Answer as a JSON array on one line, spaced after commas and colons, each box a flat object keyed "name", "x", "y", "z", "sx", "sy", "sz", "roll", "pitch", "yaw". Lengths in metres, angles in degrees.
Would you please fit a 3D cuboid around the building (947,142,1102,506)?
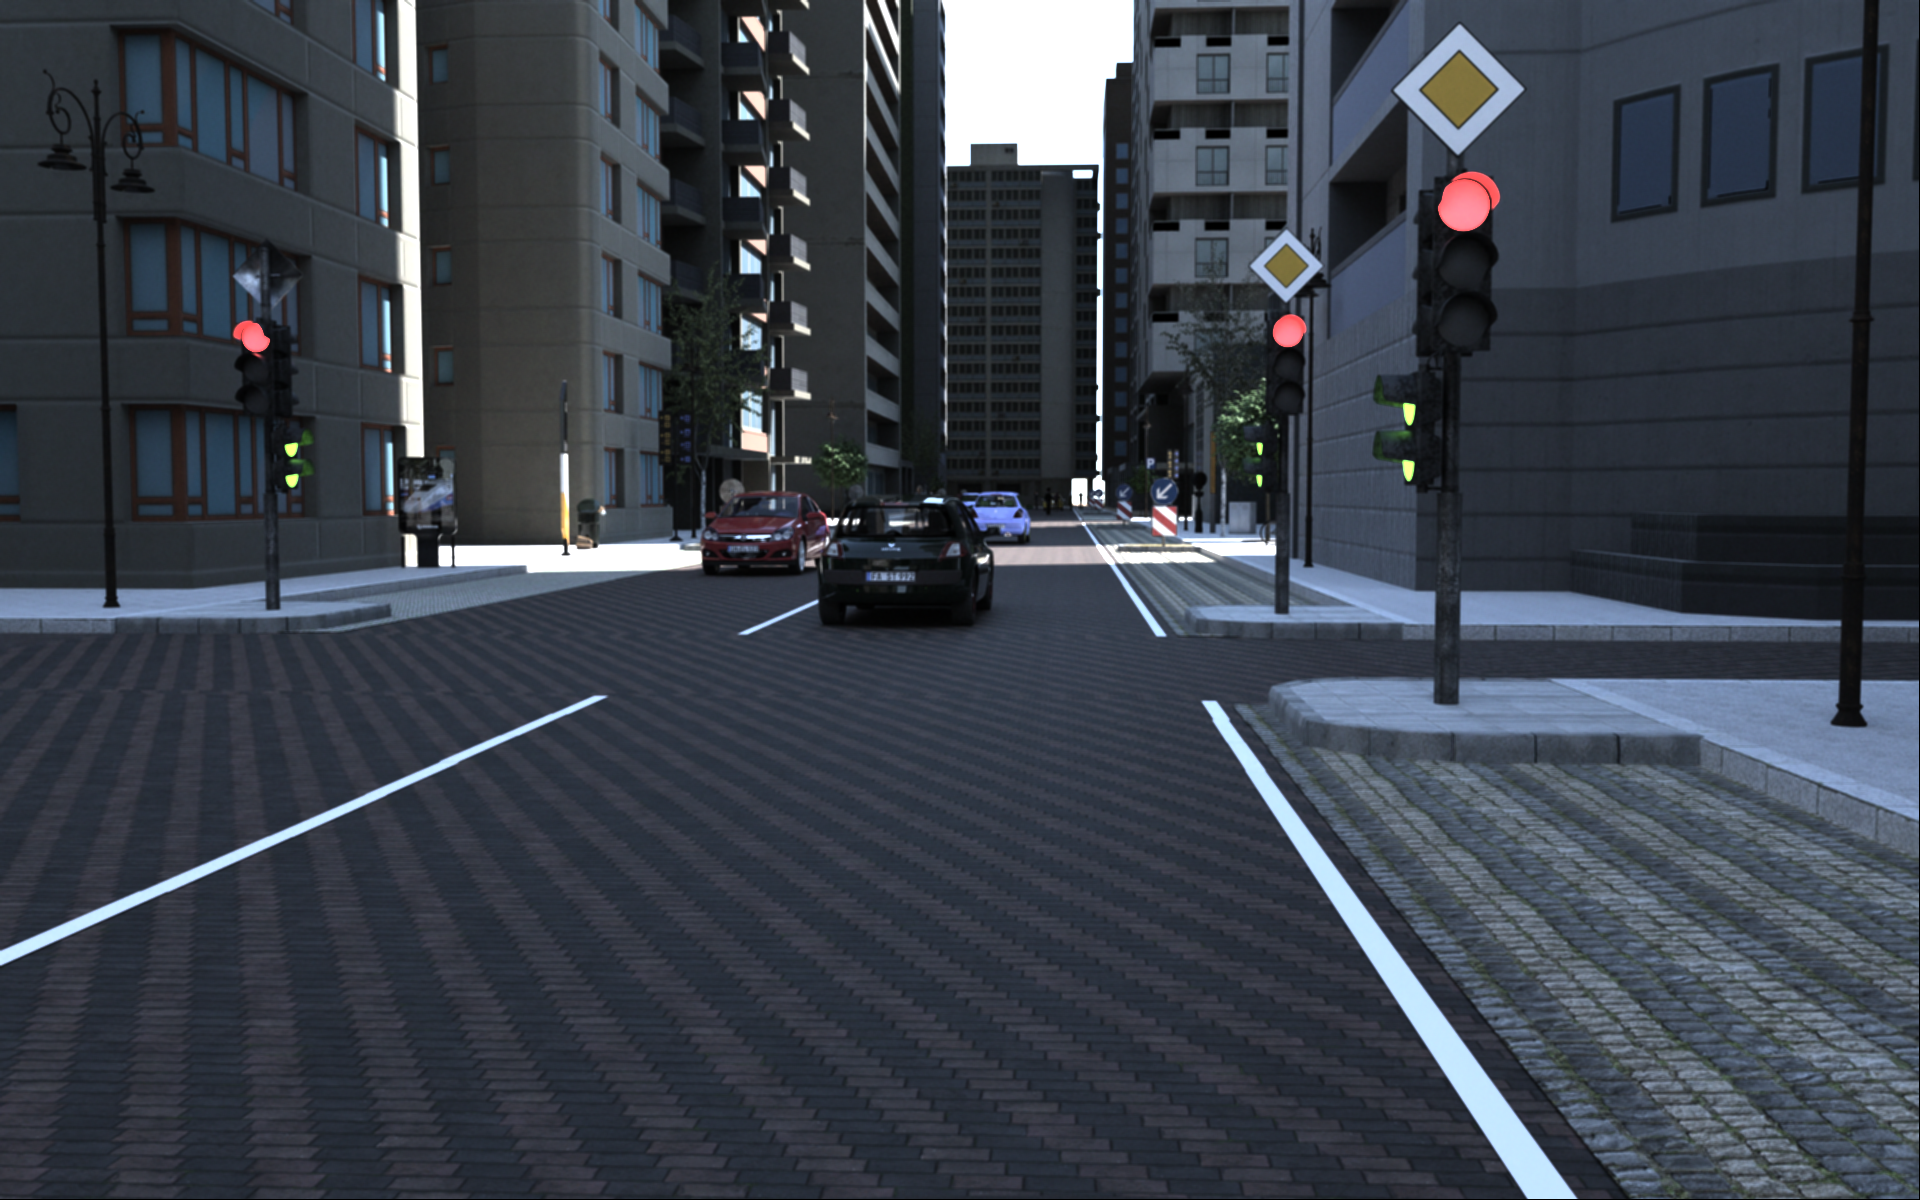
[{"name": "building", "x": 3.745, "y": -30.722, "z": 194.177, "sx": 23.993, "sy": 40.220, "sz": 32.217, "roll": 0, "pitch": 4, "yaw": 3}]

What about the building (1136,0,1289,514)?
[{"name": "building", "x": 25.582, "y": -32.027, "z": 112.876, "sx": 28.713, "sy": 52.752, "sz": 27.495, "roll": 0, "pitch": 4, "yaw": 3}]

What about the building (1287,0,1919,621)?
[{"name": "building", "x": 20.262, "y": -29.527, "z": 24.766, "sx": 28.212, "sy": 58.520, "sz": 21.231, "roll": 0, "pitch": 4, "yaw": 3}]

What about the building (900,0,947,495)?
[{"name": "building", "x": -15.505, "y": -37.784, "z": 159.770, "sx": 28.212, "sy": 58.520, "sz": 21.231, "roll": 0, "pitch": 4, "yaw": 3}]

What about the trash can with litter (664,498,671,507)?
[{"name": "trash can with litter", "x": -9.304, "y": -2.527, "z": 52.706, "sx": 1.055, "sy": 1.170, "sz": 0.624, "roll": -1, "pitch": 4, "yaw": -11}]

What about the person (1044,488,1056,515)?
[{"name": "person", "x": 6.016, "y": -6.651, "z": 116.878, "sx": 0.705, "sy": 1.869, "sz": 1.348, "roll": -2, "pitch": 4, "yaw": -28}]

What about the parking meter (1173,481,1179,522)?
[{"name": "parking meter", "x": 9.959, "y": -4.535, "z": 79.858, "sx": 0.255, "sy": 1.863, "sz": 0.399, "roll": 0, "pitch": 4, "yaw": -2}]

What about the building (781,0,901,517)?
[{"name": "building", "x": -15.211, "y": -29.437, "z": 104.994, "sx": 21.300, "sy": 48.544, "sz": 21.600, "roll": 0, "pitch": 4, "yaw": 3}]

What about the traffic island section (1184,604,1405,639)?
[{"name": "traffic island section", "x": 3.474, "y": 0.226, "z": 18.581, "sx": 2.009, "sy": 0.180, "sz": 2.903, "roll": 0, "pitch": 4, "yaw": 3}]

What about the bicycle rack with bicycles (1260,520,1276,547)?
[{"name": "bicycle rack with bicycles", "x": 8.630, "y": -1.778, "z": 42.459, "sx": 2.925, "sy": 0.926, "sz": 2.852, "roll": 3, "pitch": 4, "yaw": 39}]

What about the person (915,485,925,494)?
[{"name": "person", "x": -1.649, "y": -3.988, "z": 73.887, "sx": 0.709, "sy": 1.800, "sz": 0.728, "roll": 2, "pitch": 4, "yaw": 24}]

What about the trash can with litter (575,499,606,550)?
[{"name": "trash can with litter", "x": -8.609, "y": -1.765, "z": 40.250, "sx": 0.624, "sy": 1.170, "sz": 1.055, "roll": 0, "pitch": 4, "yaw": -4}]

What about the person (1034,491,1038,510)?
[{"name": "person", "x": 6.928, "y": -9.162, "z": 159.100, "sx": 0.445, "sy": 1.727, "sz": 0.742, "roll": -3, "pitch": 4, "yaw": -36}]

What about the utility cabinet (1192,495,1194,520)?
[{"name": "utility cabinet", "x": 11.765, "y": -4.581, "z": 86.058, "sx": 0.306, "sy": 1.237, "sz": 1.020, "roll": 1, "pitch": 4, "yaw": 18}]

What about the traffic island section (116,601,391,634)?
[{"name": "traffic island section", "x": -7.648, "y": 0.186, "z": 19.244, "sx": 2.009, "sy": 0.180, "sz": 2.903, "roll": 0, "pitch": 4, "yaw": 3}]

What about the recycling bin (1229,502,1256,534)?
[{"name": "recycling bin", "x": 9.117, "y": -2.650, "z": 55.875, "sx": 0.722, "sy": 1.027, "sz": 0.722, "roll": 2, "pitch": 4, "yaw": 27}]

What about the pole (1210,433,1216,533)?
[{"name": "pole", "x": 8.318, "y": -3.857, "z": 56.900, "sx": 0.158, "sy": 3.312, "sz": 0.155, "roll": 0, "pitch": 3, "yaw": 0}]

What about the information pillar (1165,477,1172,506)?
[{"name": "information pillar", "x": 8.992, "y": -4.297, "z": 74.740, "sx": 0.304, "sy": 2.012, "sz": 0.304, "roll": 1, "pitch": 4, "yaw": 10}]

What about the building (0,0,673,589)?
[{"name": "building", "x": -23.304, "y": -11.799, "z": 37.949, "sx": 27.650, "sy": 21.520, "sz": 28.899, "roll": 0, "pitch": 4, "yaw": 3}]

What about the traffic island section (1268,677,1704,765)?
[{"name": "traffic island section", "x": 3.000, "y": 0.714, "z": 10.610, "sx": 2.009, "sy": 0.180, "sz": 2.903, "roll": 0, "pitch": 4, "yaw": 3}]

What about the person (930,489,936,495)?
[{"name": "person", "x": -1.786, "y": -6.203, "z": 110.726, "sx": 0.445, "sy": 1.727, "sz": 0.742, "roll": 1, "pitch": 4, "yaw": 19}]

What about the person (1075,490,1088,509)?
[{"name": "person", "x": 11.599, "y": -9.634, "z": 165.983, "sx": 1.348, "sy": 1.831, "sz": 0.705, "roll": -1, "pitch": 4, "yaw": -16}]

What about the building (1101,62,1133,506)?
[{"name": "building", "x": 22.213, "y": -32.585, "z": 182.882, "sx": 14.200, "sy": 45.320, "sz": 14.600, "roll": 0, "pitch": 4, "yaw": 3}]

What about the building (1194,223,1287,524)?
[{"name": "building", "x": 21.688, "y": -46.086, "z": 66.185, "sx": 22.319, "sy": 86.520, "sz": 31.000, "roll": 0, "pitch": 4, "yaw": 3}]

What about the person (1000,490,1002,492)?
[{"name": "person", "x": 3.163, "y": -7.757, "z": 136.041, "sx": 1.217, "sy": 1.735, "sz": 0.721, "roll": -1, "pitch": 4, "yaw": -12}]

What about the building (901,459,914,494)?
[{"name": "building", "x": -14.024, "y": -42.023, "z": 125.336, "sx": 20.563, "sy": 71.187, "sz": 20.611, "roll": 0, "pitch": 4, "yaw": 3}]

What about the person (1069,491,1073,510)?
[{"name": "person", "x": 9.630, "y": -8.712, "z": 151.668, "sx": 0.721, "sy": 1.736, "sz": 1.217, "roll": 1, "pitch": 4, "yaw": 9}]

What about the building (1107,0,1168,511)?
[{"name": "building", "x": 24.049, "y": -43.964, "z": 157.063, "sx": 20.563, "sy": 71.187, "sz": 20.611, "roll": 0, "pitch": 4, "yaw": 3}]

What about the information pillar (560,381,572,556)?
[{"name": "information pillar", "x": -8.162, "y": -2.714, "z": 35.723, "sx": 0.183, "sy": 3.616, "sz": 0.504, "roll": 0, "pitch": 4, "yaw": -5}]

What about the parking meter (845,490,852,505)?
[{"name": "parking meter", "x": -6.076, "y": -5.276, "z": 94.669, "sx": 0.372, "sy": 1.533, "sz": 0.369, "roll": 0, "pitch": 3, "yaw": 0}]

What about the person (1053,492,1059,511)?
[{"name": "person", "x": 8.040, "y": -8.245, "z": 144.780, "sx": 0.415, "sy": 1.643, "sz": 0.593, "roll": 3, "pitch": 5, "yaw": 45}]

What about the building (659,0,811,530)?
[{"name": "building", "x": -18.495, "y": -25.640, "z": 73.833, "sx": 22.147, "sy": 44.769, "sz": 28.867, "roll": 0, "pitch": 4, "yaw": 3}]

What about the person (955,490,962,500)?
[{"name": "person", "x": 0.016, "y": -8.139, "z": 142.298, "sx": 1.217, "sy": 1.743, "sz": 0.721, "roll": 0, "pitch": 4, "yaw": -2}]
